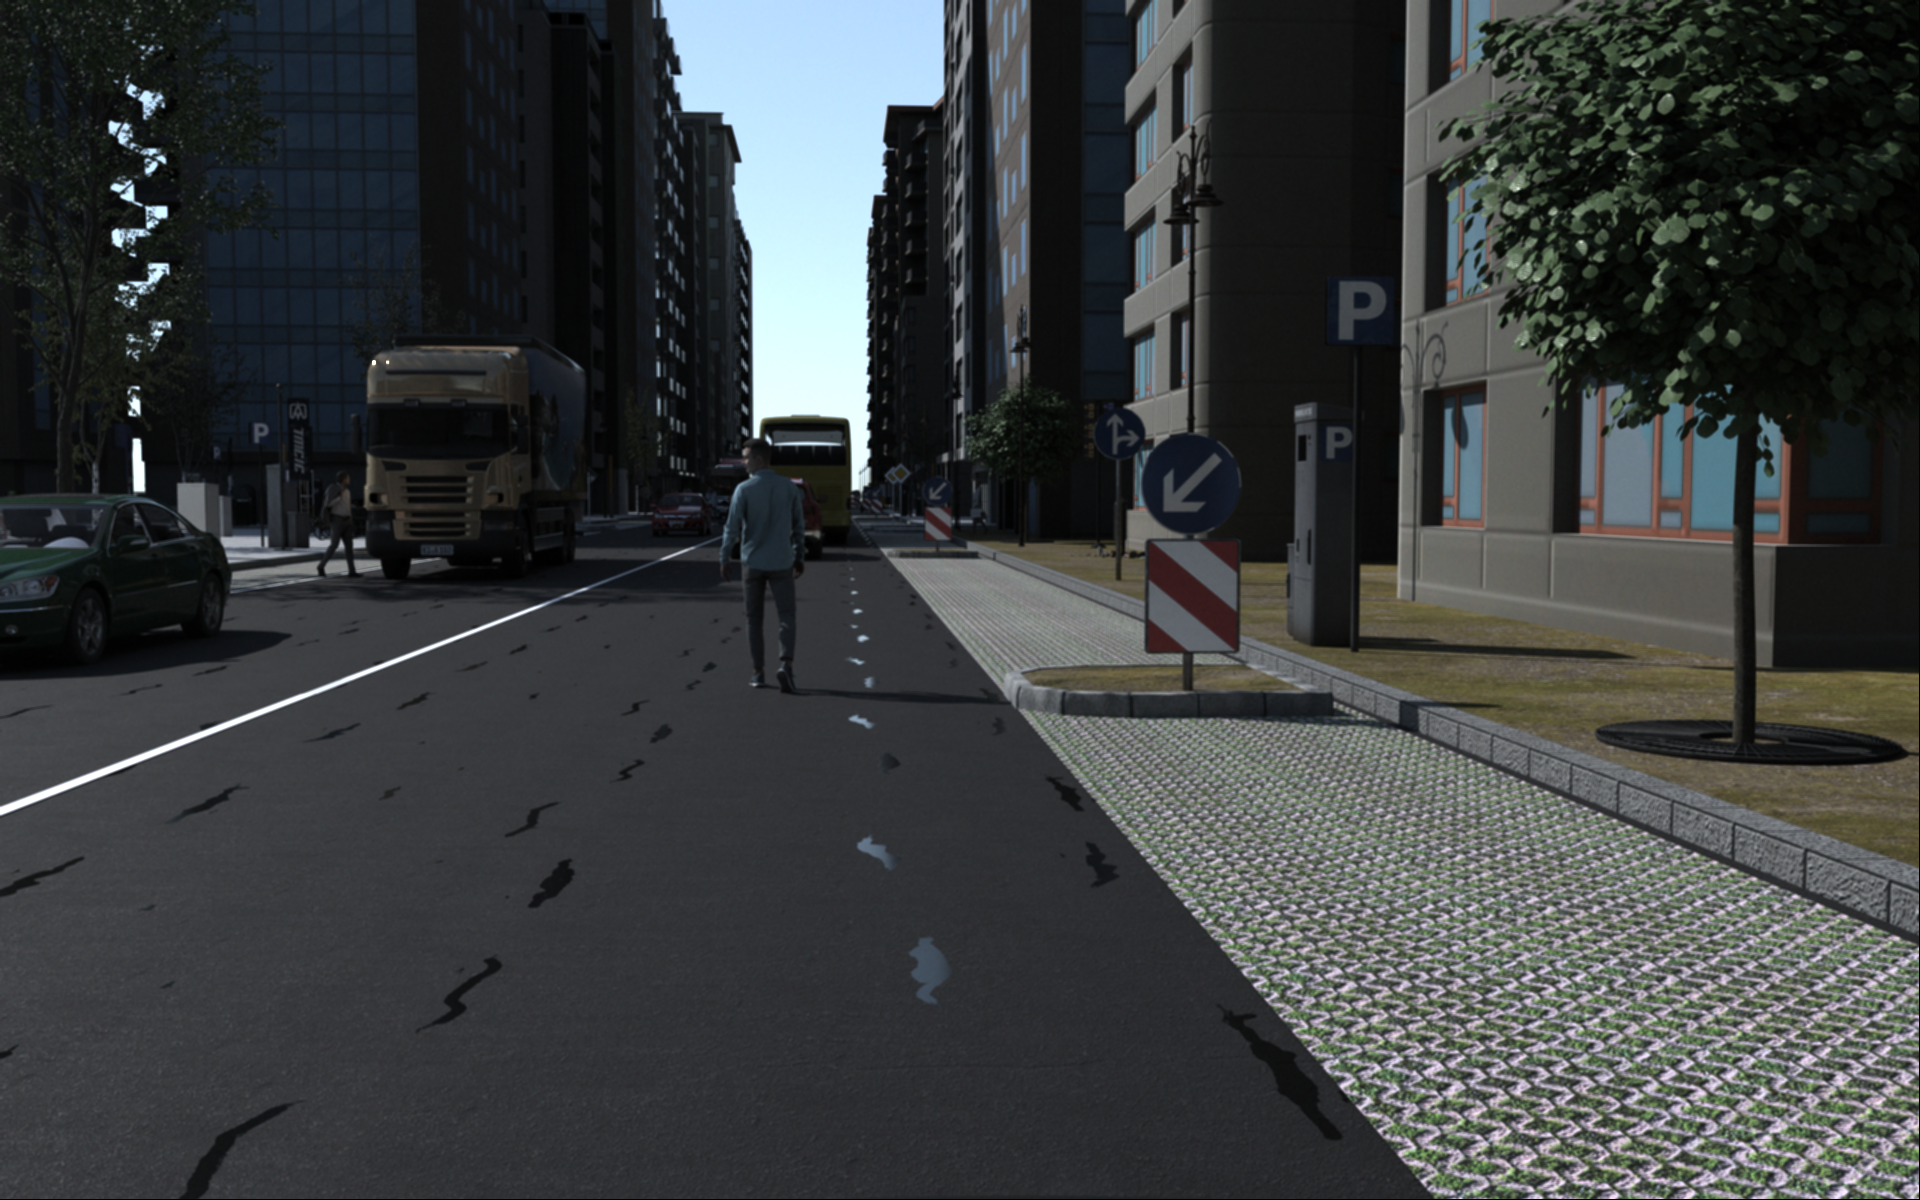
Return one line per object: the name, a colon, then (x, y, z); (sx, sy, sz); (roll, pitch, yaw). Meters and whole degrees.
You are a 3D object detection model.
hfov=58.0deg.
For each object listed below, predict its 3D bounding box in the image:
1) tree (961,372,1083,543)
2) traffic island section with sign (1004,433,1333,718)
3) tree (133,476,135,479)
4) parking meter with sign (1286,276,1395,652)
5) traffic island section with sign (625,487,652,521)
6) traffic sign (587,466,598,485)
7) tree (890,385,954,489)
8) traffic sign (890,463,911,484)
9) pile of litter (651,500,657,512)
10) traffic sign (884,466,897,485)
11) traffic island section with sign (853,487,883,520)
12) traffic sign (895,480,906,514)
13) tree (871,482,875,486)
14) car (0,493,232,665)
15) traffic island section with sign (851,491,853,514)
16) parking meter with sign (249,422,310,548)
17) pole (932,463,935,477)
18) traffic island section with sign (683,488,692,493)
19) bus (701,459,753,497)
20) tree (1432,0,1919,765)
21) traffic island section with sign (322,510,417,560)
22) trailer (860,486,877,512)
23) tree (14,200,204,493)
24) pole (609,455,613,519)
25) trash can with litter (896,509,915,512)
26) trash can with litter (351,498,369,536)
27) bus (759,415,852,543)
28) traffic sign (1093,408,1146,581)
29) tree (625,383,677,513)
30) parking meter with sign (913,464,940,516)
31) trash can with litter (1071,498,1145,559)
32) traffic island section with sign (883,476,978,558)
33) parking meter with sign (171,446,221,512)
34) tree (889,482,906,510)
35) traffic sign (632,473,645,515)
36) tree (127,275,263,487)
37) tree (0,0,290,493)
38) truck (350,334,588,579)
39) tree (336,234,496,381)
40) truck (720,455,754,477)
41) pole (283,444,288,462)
tree: (1.849, -3.802, 45.871); (4.285, 4.588, 4.351); (0, 3, 0)
traffic island section with sign: (1.335, -0.205, 11.979); (1.989, 1.847, 2.006); (0, 4, -4)
tree: (-42.825, -5.678, 87.430); (1.663, 3.219, 1.824); (0, 3, 0)
parking meter with sign: (3.165, -1.134, 14.808); (0.543, 3.016, 1.738); (0, 4, -3)
traffic island section with sign: (-16.954, -5.185, 93.400); (1.989, 1.847, 2.006); (0, 4, -4)
traffic sign: (-15.324, -4.234, 71.424); (0.795, 2.593, 0.064); (0, 4, -4)
tree: (-2.589, -10.225, 117.546); (4.360, 8.622, 3.978); (0, 3, 0)
traffic sign: (-2.180, -3.802, 64.352); (0.795, 2.593, 0.064); (0, 4, -4)
pile of litter: (-21.791, -6.611, 122.047); (1.176, 0.858, 1.719); (-2, 4, -29)
traffic sign: (-2.761, -4.289, 72.316); (0.795, 2.593, 0.064); (0, 4, -4)
traffic island section with sign: (-4.684, -5.260, 94.636); (1.989, 1.847, 2.006); (0, 4, -4)
traffic sign: (-3.857, -6.765, 110.707); (0.768, 2.556, 0.104); (0, 4, 4)
tree: (-11.449, -14.560, 232.661); (1.663, 3.219, 1.824); (0, 3, 0)
car: (-8.303, -0.254, 15.947); (2.131, 1.459, 4.920); (0, 4, -4)
traffic island section with sign: (-6.656, -6.905, 121.519); (1.989, 1.847, 2.006); (0, 4, -4)
parking meter with sign: (-16.240, -2.764, 41.448); (1.738, 3.016, 0.543); (2, 4, 35)
pole: (-1.721, -7.276, 112.811); (0.158, 3.312, 0.155); (0, 3, 0)
traffic island section with sign: (-18.923, -6.841, 120.477); (1.989, 1.847, 2.006); (0, 4, -4)
bus: (-13.917, -6.734, 104.965); (2.948, 3.499, 13.247); (0, 4, -6)
tree: (4.109, -1.533, 8.784); (4.285, 4.588, 4.351); (0, 3, 0)
traffic island section with sign: (-12.962, -1.834, 38.617); (1.989, 1.847, 2.006); (0, 4, -4)
trailer: (-6.466, -7.205, 124.854); (1.471, 1.999, 3.904); (0, 4, -4)
tree: (-20.880, -5.604, 41.992); (4.737, 8.622, 4.395); (0, 3, 0)
pole: (-18.217, -5.909, 90.451); (0.158, 3.312, 0.155); (0, 3, 0)
trash can with litter: (-3.723, -6.896, 123.811); (2.233, 1.210, 1.678); (-1, 4, -13)
trash can with litter: (-18.523, -2.563, 53.286); (0.624, 1.170, 1.055); (-2, 4, -23)
bus: (-4.717, -3.778, 53.321); (2.896, 3.916, 12.252); (0, 4, -5)
traffic sign: (2.355, -1.563, 25.654); (0.768, 2.556, 0.104); (0, 4, 3)
tree: (-21.365, -10.122, 115.861); (4.737, 8.622, 4.395); (0, 3, 0)
parking meter with sign: (-1.862, -6.339, 99.898); (1.738, 3.016, 0.543); (3, 4, 37)
trash can with litter: (3.251, -1.476, 35.182); (1.678, 1.210, 2.233); (-1, 4, -9)
traffic island section with sign: (-0.657, -1.877, 39.312); (1.989, 1.847, 2.006); (0, 4, -4)
parking meter with sign: (-27.771, -4.074, 62.870); (1.738, 3.016, 0.543); (0, 4, 5)
tree: (-5.174, -9.058, 142.700); (1.663, 3.219, 1.824); (0, 3, 0)
traffic sign: (-19.472, -6.410, 104.913); (0.768, 2.556, 0.104); (0, 4, 1)
tree: (-26.185, -6.624, 58.668); (4.360, 8.622, 3.978); (0, 3, 0)
tree: (-15.400, -6.367, 29.848); (9.928, 11.665, 9.643); (0, 3, 0)
truck: (-8.924, -2.682, 32.771); (2.839, 4.237, 11.283); (0, 4, -6)
tree: (-15.781, -6.077, 49.719); (4.360, 8.622, 3.978); (0, 3, 0)
truck: (-16.257, -8.465, 127.320); (2.839, 4.237, 11.283); (0, 4, -4)
pole: (-27.225, -4.651, 69.889); (0.158, 3.312, 0.155); (0, 3, 0)
